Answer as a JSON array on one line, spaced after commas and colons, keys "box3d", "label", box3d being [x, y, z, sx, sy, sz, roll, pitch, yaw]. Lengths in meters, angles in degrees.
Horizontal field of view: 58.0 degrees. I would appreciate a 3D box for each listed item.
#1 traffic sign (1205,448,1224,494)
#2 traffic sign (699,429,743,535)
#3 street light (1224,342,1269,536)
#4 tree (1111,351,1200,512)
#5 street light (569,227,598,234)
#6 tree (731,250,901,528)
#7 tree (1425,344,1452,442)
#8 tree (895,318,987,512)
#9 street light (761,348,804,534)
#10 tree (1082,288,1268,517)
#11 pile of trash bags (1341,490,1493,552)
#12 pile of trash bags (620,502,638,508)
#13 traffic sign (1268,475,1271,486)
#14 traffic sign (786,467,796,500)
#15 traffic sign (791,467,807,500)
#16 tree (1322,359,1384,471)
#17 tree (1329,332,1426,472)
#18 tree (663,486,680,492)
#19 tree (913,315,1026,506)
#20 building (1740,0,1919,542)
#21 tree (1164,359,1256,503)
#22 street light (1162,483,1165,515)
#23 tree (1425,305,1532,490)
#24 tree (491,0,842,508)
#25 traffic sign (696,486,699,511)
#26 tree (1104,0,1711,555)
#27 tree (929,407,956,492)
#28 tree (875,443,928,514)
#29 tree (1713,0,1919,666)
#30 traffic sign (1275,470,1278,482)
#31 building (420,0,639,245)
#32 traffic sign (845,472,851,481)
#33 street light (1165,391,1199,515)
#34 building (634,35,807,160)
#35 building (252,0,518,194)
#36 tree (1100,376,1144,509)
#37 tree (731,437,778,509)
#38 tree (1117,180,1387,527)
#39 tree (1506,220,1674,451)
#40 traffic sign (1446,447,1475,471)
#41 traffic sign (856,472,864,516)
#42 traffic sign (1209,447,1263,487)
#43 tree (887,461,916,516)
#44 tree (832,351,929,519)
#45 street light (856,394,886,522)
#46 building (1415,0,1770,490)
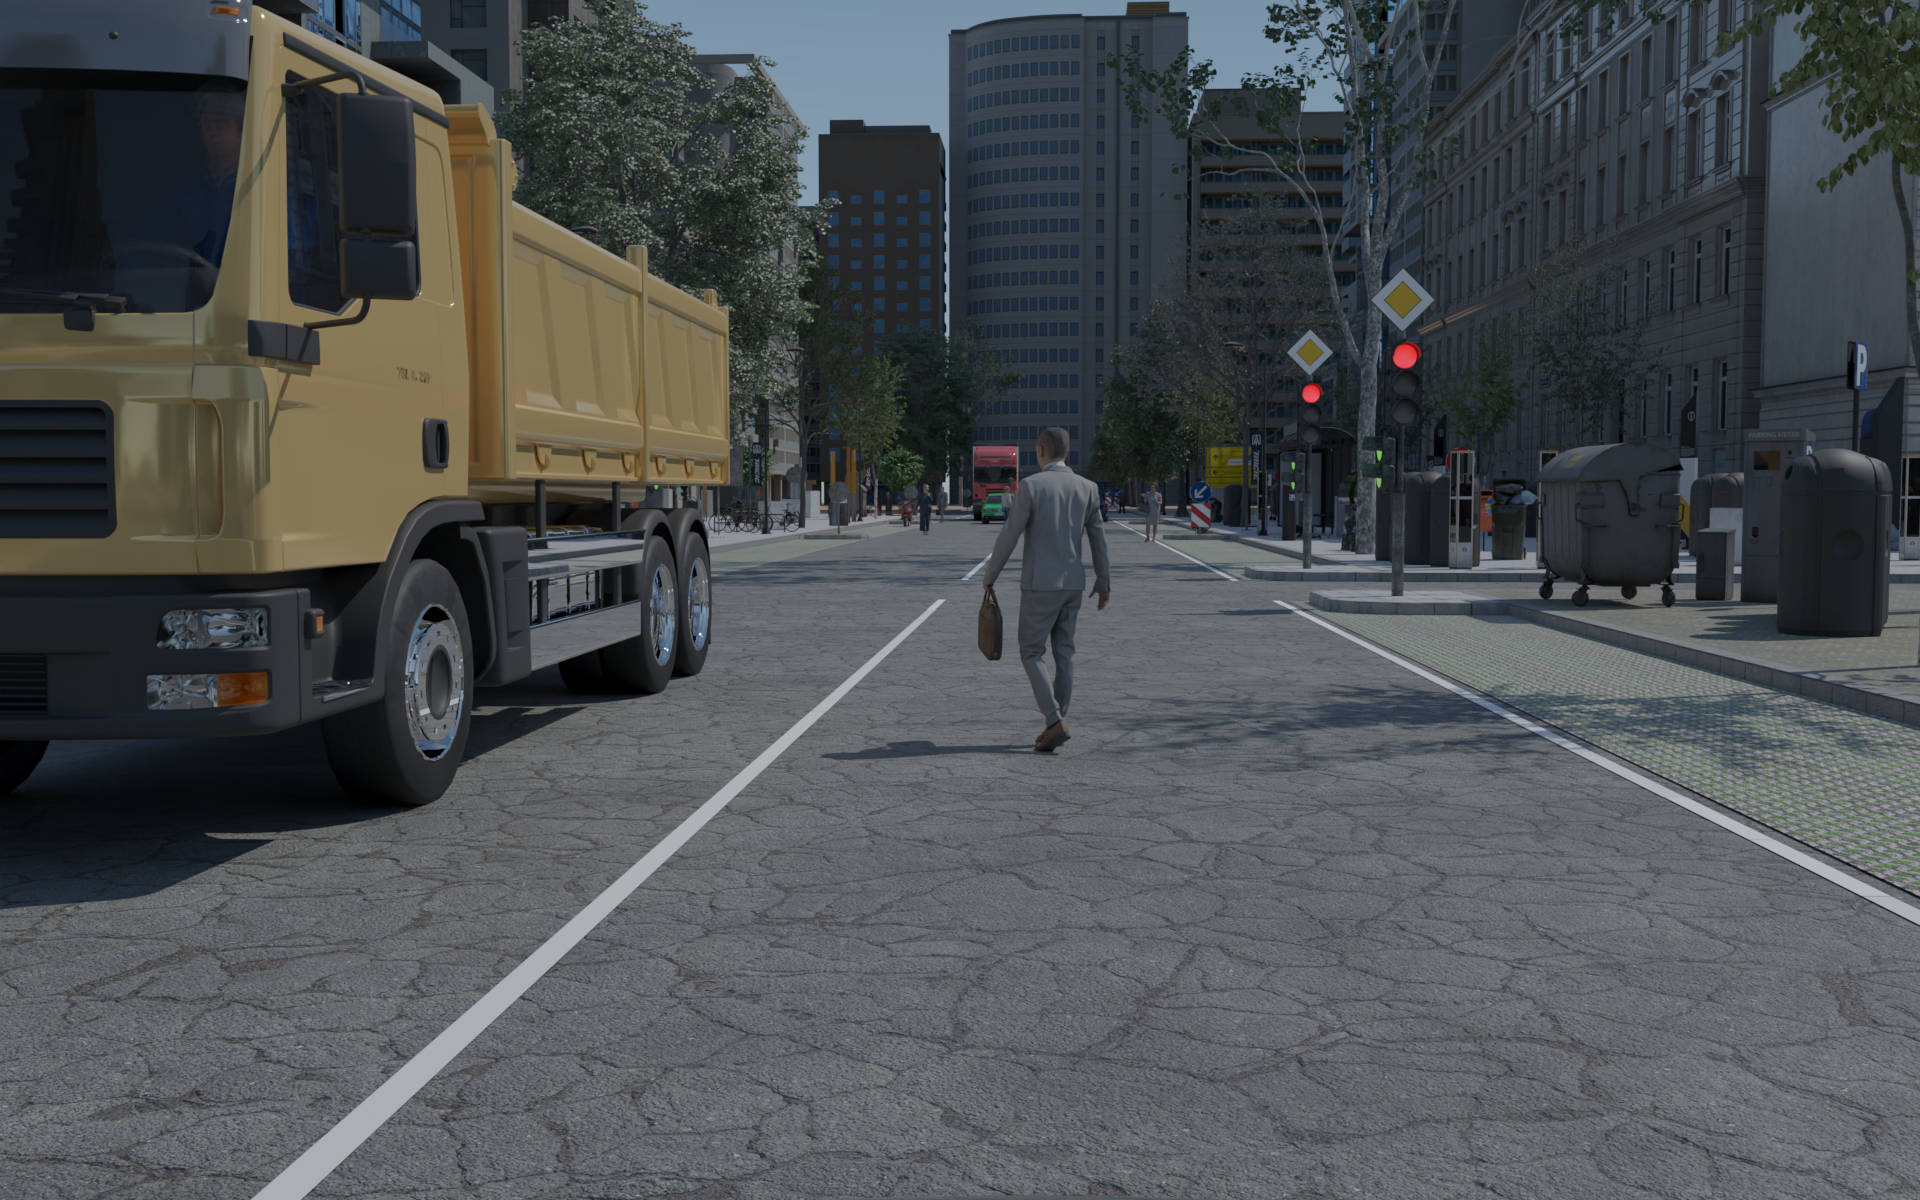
[{"box3d": [11.855, -5.004, 75.686, 2.265, 3.308, 0.079, 0, 4, 6], "label": "traffic sign"}, {"box3d": [-7.926, -3.716, 54.628, 2.265, 3.308, 0.079, 1, 4, 12], "label": "traffic sign"}, {"box3d": [8.790, -4.930, 53.151, 1.470, 5.913, 1.316, 0, 4, 3], "label": "street light"}, {"box3d": [14.310, -12.385, 120.616, 7.486, 12.596, 7.792, 0, 3, 0], "label": "tree"}, {"box3d": [-6.986, -3.531, 30.270, 1.470, 5.913, 1.316, 0, 4, 3], "label": "street light"}, {"box3d": [-5.693, -8.020, 65.539, 7.601, 10.594, 8.767, -2, 4, -28], "label": "tree"}, {"box3d": [21.166, -8.055, 82.058, 4.360, 8.622, 3.978, 0, 3, 0], "label": "tree"}, {"box3d": [-2.699, -13.309, 124.258, 9.857, 13.997, 8.962, 0, 3, 0], "label": "tree"}, {"box3d": [-5.657, -5.055, 55.185, 1.470, 5.913, 1.316, 0, 4, 3], "label": "street light"}, {"box3d": [12.428, -11.003, 96.914, 9.611, 12.733, 9.660, 0, 3, 0], "label": "tree"}, {"box3d": [10.289, -1.776, 38.784, 3.447, 1.369, 1.912, 1, 4, 13], "label": "pile of trash bags"}, {"box3d": [-15.632, -4.197, 78.377, 3.447, 1.369, 1.912, 2, 4, 35], "label": "pile of trash bags"}, {"box3d": [15.800, -5.351, 89.615, 0.606, 2.300, 0.079, 0, 4, 6], "label": "traffic sign"}, {"box3d": [-7.800, -4.965, 81.283, 0.768, 2.556, 0.104, 1, 4, 9], "label": "traffic sign"}, {"box3d": [-7.525, -4.953, 81.083, 0.768, 2.556, 0.104, 0, 4, 5], "label": "traffic sign"}, {"box3d": [21.321, -8.751, 93.446, 4.737, 8.622, 4.395, 0, 3, 0], "label": "tree"}, {"box3d": [18.422, -7.736, 76.846, 4.360, 8.622, 3.978, 0, 3, 0], "label": "tree"}, {"box3d": [-15.132, -6.313, 86.931, 4.285, 4.588, 4.351, 0, 3, 0], "label": "tree"}, {"box3d": [1.270, -19.887, 181.034, 12.611, 20.169, 13.585, 0, 3, 0], "label": "tree"}, {"box3d": [32.875, -11.154, 46.995, 19.286, 19.102, 10.561, 0, 4, 3], "label": "building"}, {"box3d": [12.361, -8.300, 86.068, 4.737, 8.622, 4.395, 0, 3, 0], "label": "tree"}, {"box3d": [11.737, -8.040, 103.999, 1.470, 5.913, 1.316, 0, 4, 3], "label": "street light"}, {"box3d": [20.543, -7.197, 68.038, 4.737, 8.622, 4.395, 0, 3, 0], "label": "tree"}, {"box3d": [-7.872, -8.392, 43.869, 9.857, 13.997, 8.962, 0, 3, 0], "label": "tree"}, {"box3d": [-7.902, -3.185, 52.174, 0.768, 2.556, 0.104, 1, 4, 11], "label": "traffic sign"}, {"box3d": [9.509, -11.109, 37.520, 12.611, 20.169, 13.585, 0, 3, 0], "label": "tree"}, {"box3d": [-1.770, -11.619, 140.325, 4.737, 8.622, 4.395, 0, 3, 0], "label": "tree"}, {"box3d": [-3.750, -7.783, 110.961, 4.285, 4.588, 4.351, 0, 3, 0], "label": "tree"}, {"box3d": [7.233, -3.796, 12.427, 4.737, 8.622, 4.395, 0, 3, 0], "label": "tree"}, {"box3d": [16.072, -5.277, 86.392, 0.768, 2.556, 0.104, 0, 4, 4], "label": "traffic sign"}, {"box3d": [-25.333, -19.493, 90.413, 14.160, 30.474, 14.107, 0, 4, 3], "label": "building"}, {"box3d": [-6.381, -6.189, 101.301, 0.768, 2.556, 0.104, 1, 4, 11], "label": "traffic sign"}, {"box3d": [10.188, -6.467, 78.274, 1.470, 5.913, 1.316, 0, 4, 3], "label": "street light"}, {"box3d": [-26.694, -28.187, 152.737, 23.993, 40.220, 32.217, 0, 4, 3], "label": "building"}, {"box3d": [-29.206, -45.609, 58.378, 22.319, 86.520, 31.000, 0, 4, 3], "label": "building"}, {"box3d": [15.965, -13.873, 152.579, 9.928, 11.665, 9.643, 0, 3, 0], "label": "tree"}, {"box3d": [-12.190, -7.101, 99.820, 4.285, 4.588, 4.351, 0, 3, 0], "label": "tree"}, {"box3d": [11.209, -9.585, 67.083, 12.009, 13.543, 11.850, 0, 3, 0], "label": "tree"}, {"box3d": [17.085, -5.937, 47.432, 4.360, 8.622, 3.978, 0, 3, 0], "label": "tree"}, {"box3d": [13.643, -2.885, 47.275, 0.768, 2.556, 0.104, 1, 4, 11], "label": "traffic sign"}, {"box3d": [-5.888, -6.052, 99.061, 0.768, 2.556, 0.104, 1, 4, 12], "label": "traffic sign"}, {"box3d": [11.838, -4.924, 74.375, 2.265, 3.308, 0.079, 0, 4, 4], "label": "traffic sign"}, {"box3d": [-3.576, -6.498, 100.842, 1.663, 3.219, 1.824, 0, 3, 0], "label": "tree"}, {"box3d": [-4.462, -8.515, 89.589, 4.737, 8.622, 4.395, 0, 3, 0], "label": "tree"}, {"box3d": [-4.125, -6.611, 80.626, 1.470, 5.913, 1.316, 0, 4, 3], "label": "street light"}, {"box3d": [32.464, -17.938, 90.557, 12.463, 27.353, 25.104, 0, 4, 3], "label": "building"}]
